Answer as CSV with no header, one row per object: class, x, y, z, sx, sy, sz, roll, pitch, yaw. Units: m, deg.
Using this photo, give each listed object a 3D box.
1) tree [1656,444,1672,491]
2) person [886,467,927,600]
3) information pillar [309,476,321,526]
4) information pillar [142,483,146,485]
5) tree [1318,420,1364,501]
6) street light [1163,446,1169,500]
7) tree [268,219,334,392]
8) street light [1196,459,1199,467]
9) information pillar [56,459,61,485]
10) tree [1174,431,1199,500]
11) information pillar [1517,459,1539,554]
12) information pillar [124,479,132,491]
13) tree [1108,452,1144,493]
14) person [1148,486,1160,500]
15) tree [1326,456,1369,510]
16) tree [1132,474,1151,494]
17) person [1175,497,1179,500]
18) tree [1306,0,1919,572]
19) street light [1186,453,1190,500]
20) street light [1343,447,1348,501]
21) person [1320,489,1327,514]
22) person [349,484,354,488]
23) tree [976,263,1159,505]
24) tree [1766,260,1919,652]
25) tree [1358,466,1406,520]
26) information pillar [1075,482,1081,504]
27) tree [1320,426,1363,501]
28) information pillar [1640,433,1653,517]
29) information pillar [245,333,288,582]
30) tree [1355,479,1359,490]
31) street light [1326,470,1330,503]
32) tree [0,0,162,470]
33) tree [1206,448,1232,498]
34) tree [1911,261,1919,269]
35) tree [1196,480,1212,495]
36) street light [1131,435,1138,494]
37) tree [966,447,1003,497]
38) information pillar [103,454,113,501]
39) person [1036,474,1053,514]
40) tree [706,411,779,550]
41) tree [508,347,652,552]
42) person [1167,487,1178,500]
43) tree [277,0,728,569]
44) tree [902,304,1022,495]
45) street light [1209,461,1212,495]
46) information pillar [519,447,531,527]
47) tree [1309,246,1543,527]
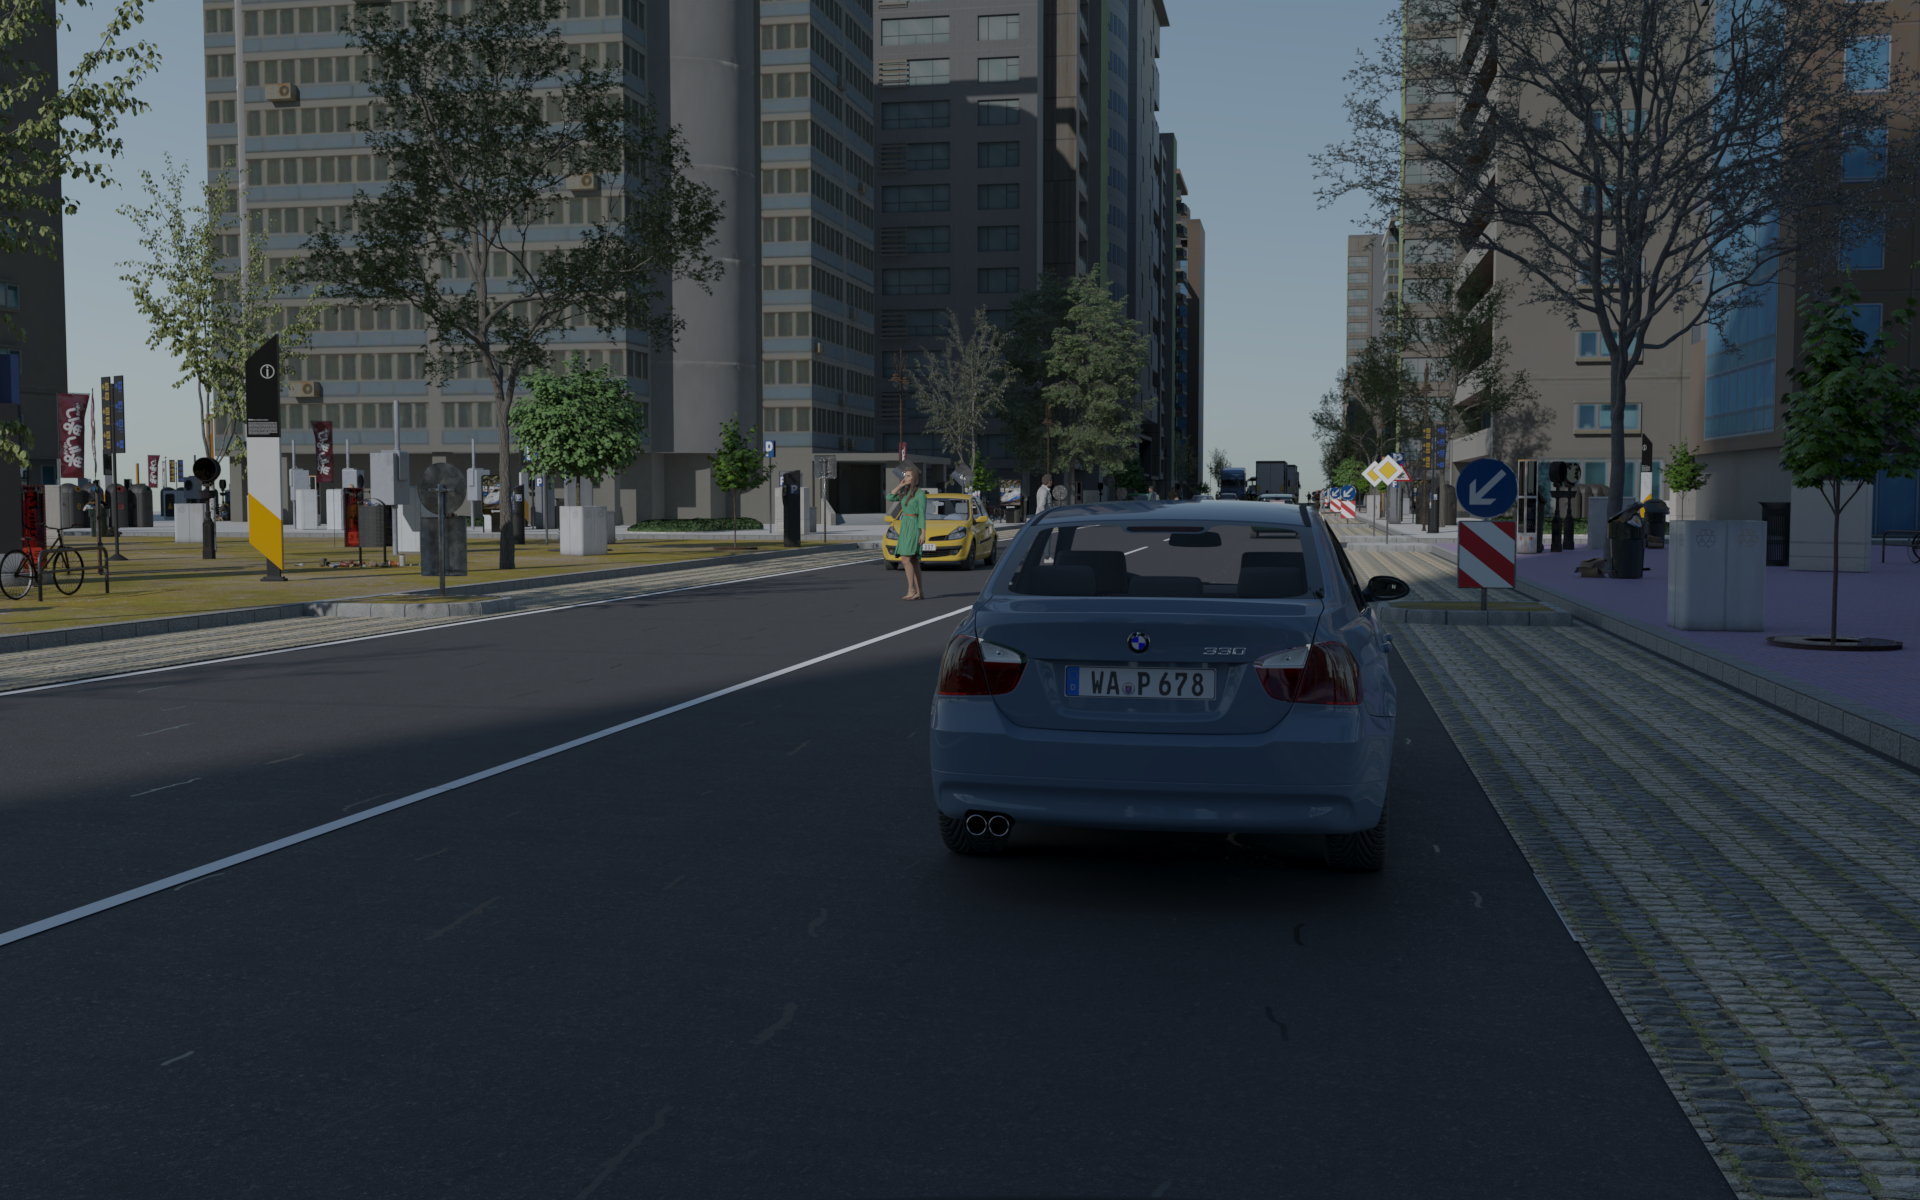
tree,24.080,-3.854,57.621,1.663,3.219,1.824,0,3,0
person,-0.632,-0.896,23.395,0.600,1.795,0.529,3,5,39
information pillar,-25.961,-3.989,69.716,0.304,2.012,0.304,1,4,12
information pillar,-54.869,-6.845,116.399,0.304,2.012,0.304,-2,4,-28
tree,38.047,-13.524,171.477,4.737,8.622,4.395,0,3,0
street light,19.412,-11.659,163.419,0.468,5.910,1.993,1,4,11
tree,-16.253,-5.357,37.943,4.737,8.622,4.395,0,3,0
street light,28.967,-14.615,211.746,0.468,5.910,1.993,1,4,11
information pillar,-51.123,-6.534,98.184,0.183,3.616,0.504,-1,4,-8
tree,25.971,-15.410,202.311,4.360,8.622,3.978,0,3,0
information pillar,12.093,-1.983,36.908,0.304,2.012,0.304,-1,4,-15
information pillar,-40.007,-4.822,83.324,0.304,2.012,0.304,-1,4,-10
tree,11.857,-8.673,125.509,4.285,4.588,4.351,0,3,0
person,9.656,-4.832,87.493,0.794,1.824,0.713,-2,4,-27
tree,32.652,-9.798,143.908,4.285,4.588,4.351,0,3,0
tree,14.798,-8.971,141.275,1.663,3.219,1.824,0,3,0
person,8.347,-3.298,66.695,0.640,1.303,0.475,3,5,44
tree,11.028,-7.234,28.650,12.009,13.543,11.850,0,3,0
street light,25.756,-13.610,195.314,0.468,5.910,1.993,1,4,11
street light,37.122,-11.873,166.919,0.468,5.910,1.993,1,4,11
person,26.095,-7.070,124.289,0.583,1.804,0.606,1,4,19
person,-18.470,-2.689,53.130,0.598,1.740,0.731,0,4,-3
tree,5.986,-11.525,95.085,9.857,13.997,8.962,0,3,0
tree,7.273,-1.212,14.422,1.663,3.219,1.824,0,3,0
tree,21.381,-5.648,86.948,1.663,3.219,1.824,0,3,0
information pillar,6.999,-5.999,102.579,0.304,2.012,0.304,-1,4,-15
tree,39.620,-14.072,180.444,4.360,8.622,3.978,0,3,0
information pillar,26.256,-4.582,66.271,0.183,3.616,0.504,-1,4,-22
information pillar,-10.169,-2.080,25.359,0.504,3.616,0.183,0,4,-1
tree,27.477,-7.509,117.371,1.663,3.219,1.824,0,3,0
street light,59.689,-18.895,281.720,0.468,5.910,1.993,1,4,11
tree,-9.825,-4.000,15.762,4.737,8.622,4.395,0,3,0
tree,42.755,-20.340,282.913,4.737,8.622,4.395,0,3,0
tree,21.830,-5.202,35.408,4.737,8.622,4.395,0,3,0
tree,31.626,-14.240,227.420,1.663,3.219,1.824,0,3,0
street light,13.210,-9.705,131.460,0.468,5.910,1.993,1,4,11
tree,0.659,-4.625,70.221,1.663,3.219,1.824,0,3,0
information pillar,-37.505,-5.194,76.273,0.183,3.616,0.504,1,4,15
person,1.671,-1.696,36.068,0.795,1.843,0.661,0,4,3
tree,-5.215,-2.775,39.976,1.663,3.219,1.824,0,3,0
tree,-8.623,-3.388,39.115,4.285,4.588,4.351,0,3,0
person,12.491,-5.679,101.268,0.656,1.842,0.836,-1,4,-22
tree,-7.665,-5.832,29.766,8.767,10.594,7.601,1,4,15
tree,0.187,-7.114,66.675,4.360,8.622,3.978,0,3,0
street light,35.221,-16.567,243.658,0.468,5.910,1.993,1,4,11
information pillar,-16.824,-4.617,66.835,0.183,3.616,0.504,1,4,20
tree,18.257,-8.060,66.186,7.601,10.594,8.767,-3,4,-37
